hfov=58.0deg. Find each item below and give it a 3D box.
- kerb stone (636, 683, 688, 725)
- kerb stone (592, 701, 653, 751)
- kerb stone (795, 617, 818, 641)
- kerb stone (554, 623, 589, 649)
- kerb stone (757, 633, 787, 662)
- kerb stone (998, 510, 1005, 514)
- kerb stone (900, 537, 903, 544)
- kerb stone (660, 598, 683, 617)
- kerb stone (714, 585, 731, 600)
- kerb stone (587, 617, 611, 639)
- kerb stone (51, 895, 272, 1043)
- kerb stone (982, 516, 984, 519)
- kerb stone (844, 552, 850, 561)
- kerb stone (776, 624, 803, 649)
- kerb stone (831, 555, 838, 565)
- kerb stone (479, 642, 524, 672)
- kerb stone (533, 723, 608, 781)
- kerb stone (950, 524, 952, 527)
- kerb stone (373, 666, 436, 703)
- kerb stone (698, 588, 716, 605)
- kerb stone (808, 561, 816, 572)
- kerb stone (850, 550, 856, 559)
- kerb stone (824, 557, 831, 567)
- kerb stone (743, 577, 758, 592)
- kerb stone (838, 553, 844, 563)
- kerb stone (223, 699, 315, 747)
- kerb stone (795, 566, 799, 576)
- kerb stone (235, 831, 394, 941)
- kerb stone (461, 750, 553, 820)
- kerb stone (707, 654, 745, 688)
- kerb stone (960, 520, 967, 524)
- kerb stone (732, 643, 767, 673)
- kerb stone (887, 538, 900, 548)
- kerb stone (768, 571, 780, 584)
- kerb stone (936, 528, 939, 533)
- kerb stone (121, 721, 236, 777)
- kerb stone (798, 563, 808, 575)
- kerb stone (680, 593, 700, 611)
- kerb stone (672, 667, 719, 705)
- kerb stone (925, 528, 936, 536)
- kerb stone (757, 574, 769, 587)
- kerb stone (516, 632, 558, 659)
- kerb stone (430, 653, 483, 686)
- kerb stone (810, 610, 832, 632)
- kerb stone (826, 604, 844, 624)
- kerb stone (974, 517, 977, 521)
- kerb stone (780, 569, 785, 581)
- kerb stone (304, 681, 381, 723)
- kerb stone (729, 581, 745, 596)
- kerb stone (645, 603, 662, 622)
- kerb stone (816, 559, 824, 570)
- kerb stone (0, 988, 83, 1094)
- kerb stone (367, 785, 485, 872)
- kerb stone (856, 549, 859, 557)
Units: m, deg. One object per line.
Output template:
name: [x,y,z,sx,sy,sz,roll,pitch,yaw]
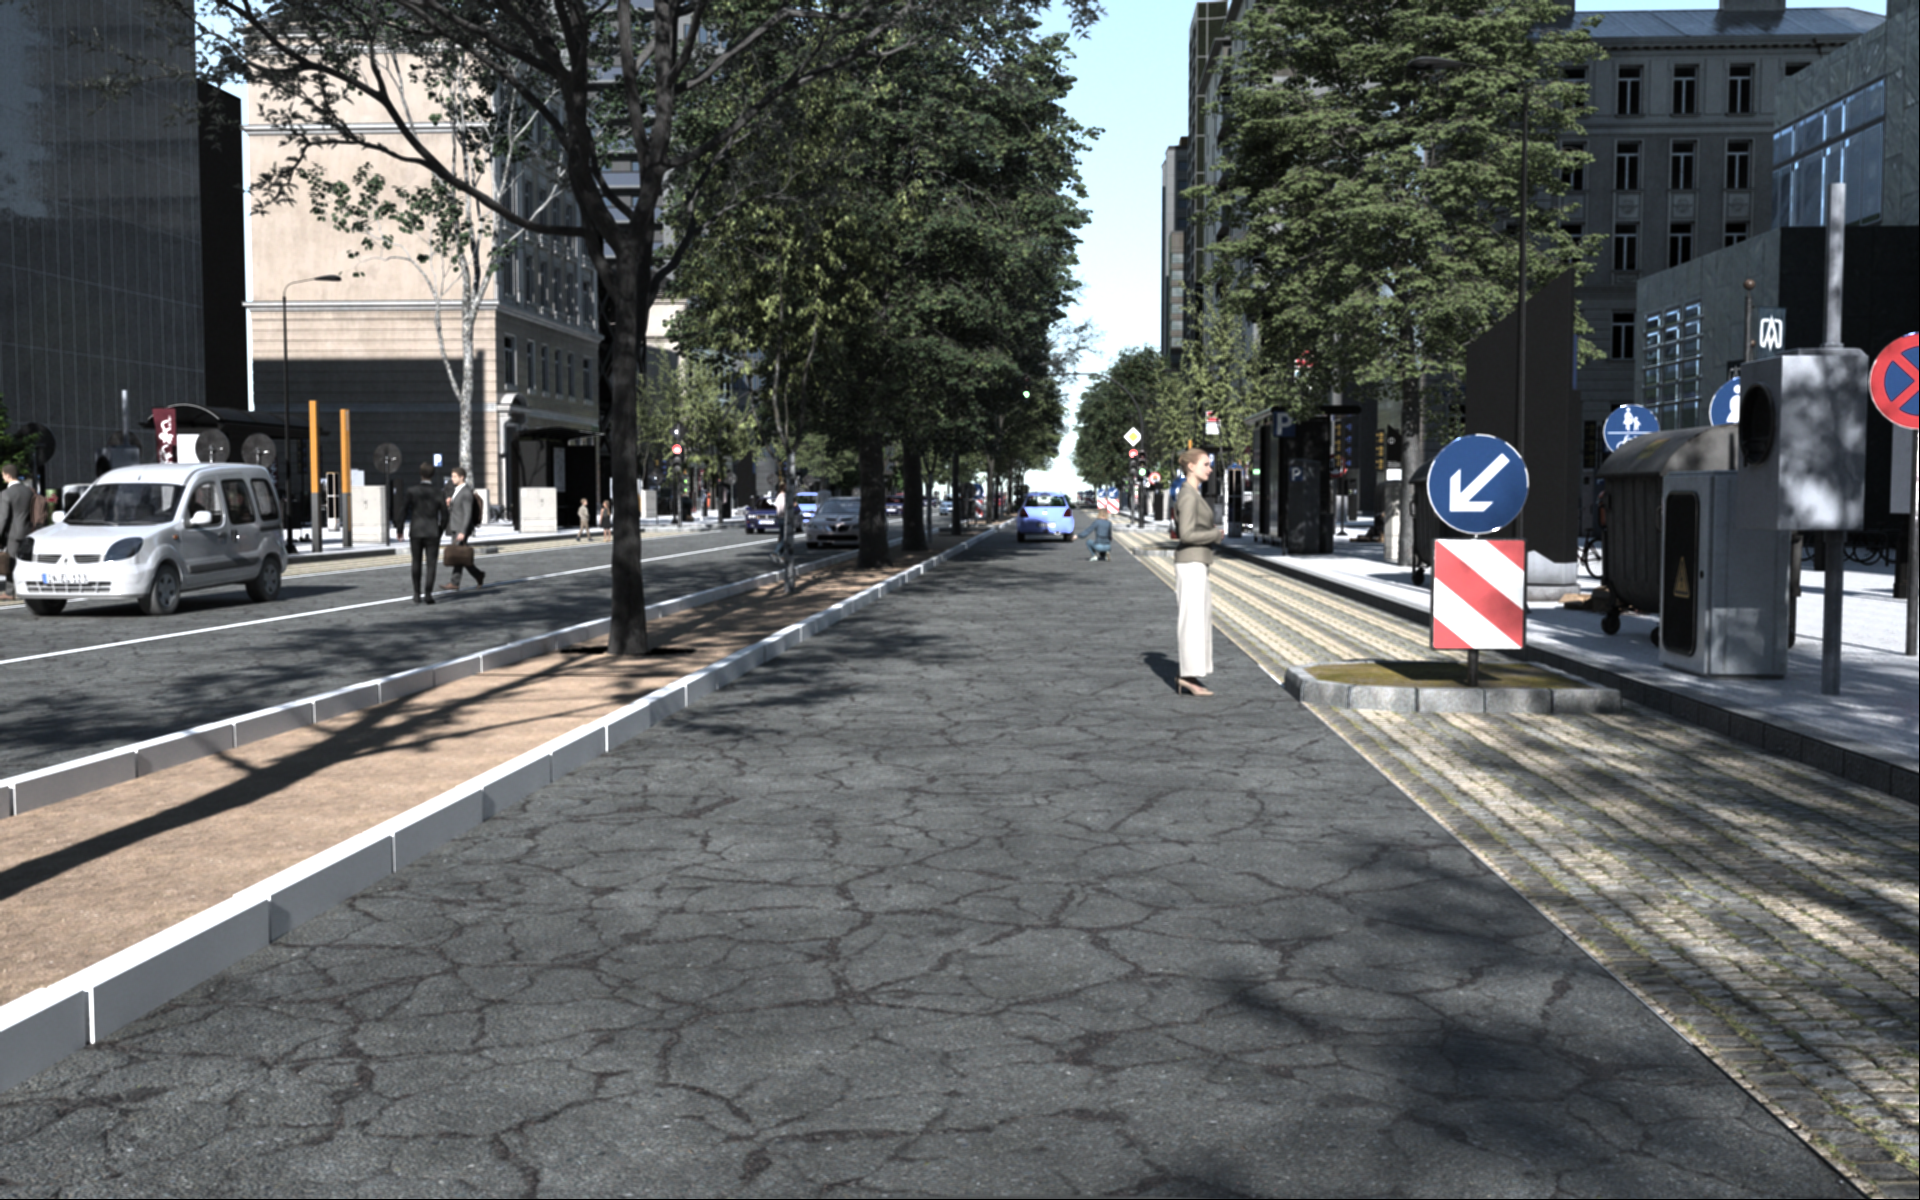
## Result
kerb stone: [-1.938,0.680,11.152,0.120,0.150,1.000,0,4,3]
kerb stone: [-1.991,0.743,10.130,0.120,0.150,1.000,0,4,3]
kerb stone: [-1.570,0.302,17.279,0.120,0.150,1.000,0,4,3]
kerb stone: [-3.719,0.358,16.346,0.120,0.150,1.000,0,4,3]
kerb stone: [-1.681,0.428,15.236,0.120,0.150,1.000,0,4,3]
kerb stone: [3.196,-6.750,132.563,0.120,0.150,1.000,0,4,3]
kerb stone: [-1.778,-1.646,49.107,0.120,0.150,1.000,0,4,3]
kerb stone: [-3.475,0.107,20.446,0.120,0.150,1.000,0,4,3]
kerb stone: [-3.299,-0.081,23.515,0.120,0.150,1.000,0,4,3]
kerb stone: [-3.663,0.295,17.377,0.120,0.150,1.000,0,4,3]
kerb stone: [-2.289,1.054,5.016,0.120,0.150,1.000,0,4,3]
kerb stone: [1.132,-4.624,97.797,0.120,0.150,1.000,0,4,3]
kerb stone: [-2.504,-0.895,36.834,0.120,0.150,1.000,0,4,3]
kerb stone: [-1.633,0.363,16.257,0.120,0.150,1.000,0,4,3]
kerb stone: [-2.631,-0.770,34.791,0.120,0.150,1.000,0,4,3]
kerb stone: [-3.842,0.489,14.306,0.120,0.150,1.000,0,4,3]
kerb stone: [-2.058,0.800,9.110,0.120,0.150,1.000,0,4,3]
kerb stone: [-0.219,-3.247,75.301,0.120,0.150,1.000,0,4,3]
kerb stone: [-3.968,0.610,12.261,0.120,0.150,1.000,0,4,3]
kerb stone: [-3.361,-0.018,22.495,0.120,0.150,1.000,0,4,3]
kerb stone: [-2.813,-0.582,31.710,0.120,0.150,1.000,0,4,3]
kerb stone: [-2.454,-0.954,37.855,0.120,0.150,1.000,0,4,3]
kerb stone: [-2.687,-0.707,33.761,0.120,0.150,1.000,0,4,3]
kerb stone: [-3.170,-0.204,25.560,0.120,0.150,1.000,0,4,3]
kerb stone: [-2.568,-0.833,35.814,0.120,0.150,1.000,0,4,3]
kerb stone: [-4.096,0.735,10.218,0.120,0.150,1.000,0,4,3]
kerb stone: [-2.932,-0.455,29.669,0.120,0.150,1.000,0,4,3]
kerb stone: [-2.234,0.988,6.040,0.120,0.150,1.000,0,4,3]
kerb stone: [-2.118,0.863,8.086,0.120,0.150,1.000,0,4,3]
kerb stone: [-1.808,0.552,13.195,0.120,0.150,1.000,0,4,3]
kerb stone: [0.209,-3.678,82.461,0.120,0.150,1.000,0,4,3]
kerb stone: [-1.755,0.488,14.216,0.120,0.150,1.000,0,4,3]
kerb stone: [-1.845,-1.584,48.087,0.120,0.150,1.000,0,4,3]
kerb stone: [-3.057,-0.331,27.615,0.120,0.150,1.000,0,4,3]
kerb stone: [-0.858,-2.587,64.492,0.120,0.150,1.000,0,4,3]
kerb stone: [-4.159,0.795,9.198,0.120,0.150,1.000,0,4,3]
kerb stone: [-2.867,-0.519,30.689,0.120,0.150,1.000,0,4,3]
kerb stone: [-3.417,0.044,21.470,0.120,0.150,1.000,0,4,3]
kerb stone: [-1.874,0.613,12.172,0.120,0.150,1.000,0,4,3]
kerb stone: [-1.042,-2.394,61.414,0.120,0.150,1.000,0,4,3]
kerb stone: [-3.117,-0.269,26.588,0.120,0.150,1.000,0,4,3]
kerb stone: [-3.785,0.420,15.326,0.120,0.150,1.000,0,4,3]
kerb stone: [-3.908,0.551,13.284,0.120,0.150,1.000,0,4,3]
kerb stone: [-1.505,0.238,18.300,0.120,0.150,1.000,0,4,3]
kerb stone: [-1.444,0.183,19.320,0.120,0.150,1.000,0,4,3]
kerb stone: [0.694,-4.186,90.636,0.120,0.150,1.000,0,4,3]
kerb stone: [-2.993,-0.394,28.636,0.120,0.150,1.000,0,4,3]
kerb stone: [-4.032,0.670,11.241,0.120,0.150,1.000,0,4,3]
kerb stone: [-3.235,-0.140,24.539,0.120,0.150,1.000,0,4,3]
kerb stone: [-3.551,0.169,19.426,0.120,0.150,1.000,0,4,3]
kerb stone: [-2.745,-0.641,32.730,0.120,0.150,1.000,0,4,3]
kerb stone: [-2.358,1.113,3.996,0.120,0.150,1.000,0,4,3]
kerb stone: [-2.172,0.926,7.060,0.120,0.150,1.000,0,4,3]
kerb stone: [-2.386,-1.021,38.883,0.120,0.150,1.000,0,4,3]
